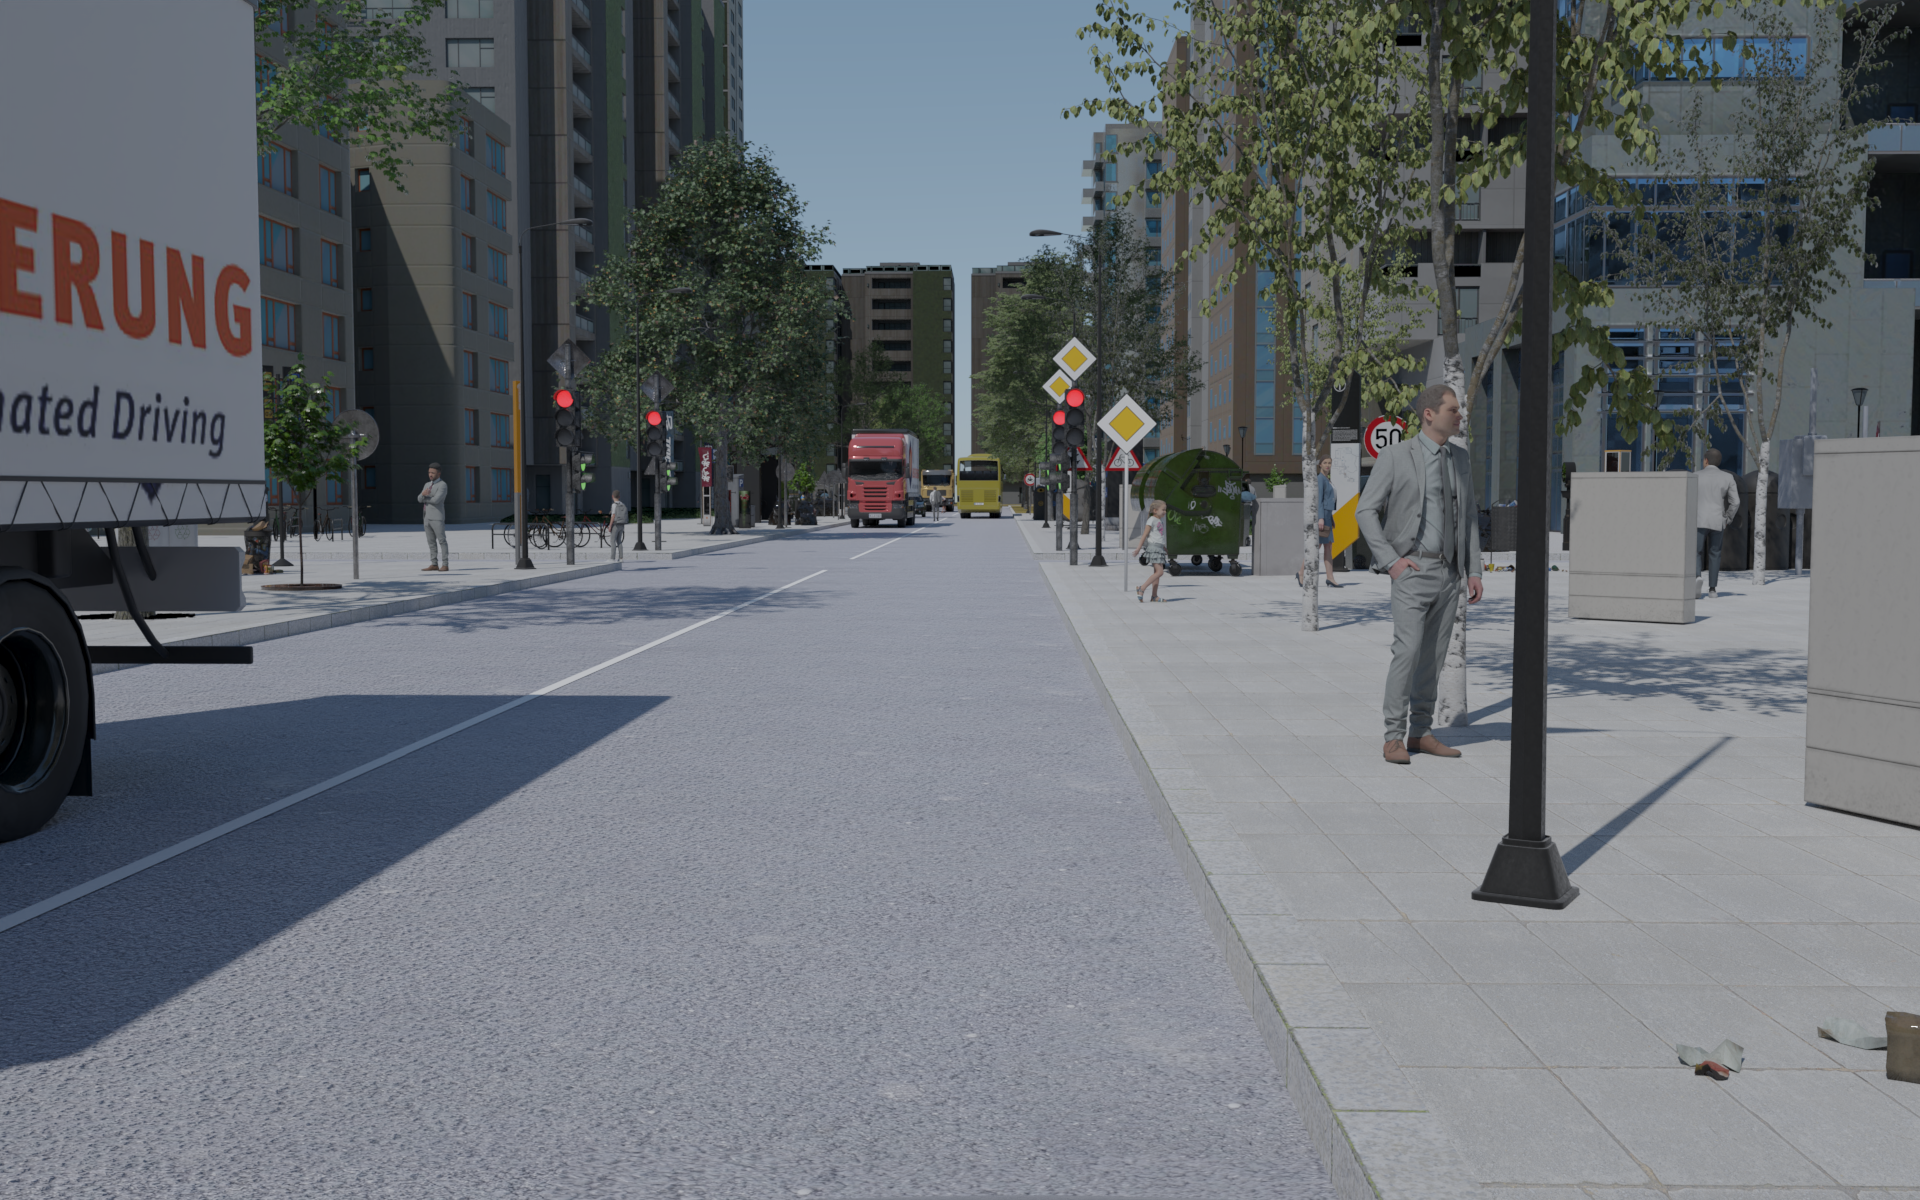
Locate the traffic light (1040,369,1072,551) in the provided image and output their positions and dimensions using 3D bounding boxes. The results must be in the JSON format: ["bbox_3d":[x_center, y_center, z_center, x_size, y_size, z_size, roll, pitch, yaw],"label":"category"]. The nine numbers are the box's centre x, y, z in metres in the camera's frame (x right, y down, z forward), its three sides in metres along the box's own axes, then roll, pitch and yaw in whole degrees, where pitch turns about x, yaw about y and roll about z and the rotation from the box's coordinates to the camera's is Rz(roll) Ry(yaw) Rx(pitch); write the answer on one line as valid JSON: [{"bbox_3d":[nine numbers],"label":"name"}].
[{"bbox_3d":[2.221,-3.064,39.024,0.839,4.253,0.868,0,4,1],"label":"traffic light"}]

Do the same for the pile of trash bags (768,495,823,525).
[{"bbox_3d":[-7.555,-3.772,71.432,3.447,1.369,1.912,0,4,0],"label":"pile of trash bags"}]

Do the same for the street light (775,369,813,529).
[{"bbox_3d":[-6.106,-5.582,63.807,1.470,5.913,1.316,0,4,1],"label":"street light"}]

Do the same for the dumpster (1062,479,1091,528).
[{"bbox_3d":[4.361,-3.692,66.129,1.264,1.857,1.865,0,4,1],"label":"dumpster"}]

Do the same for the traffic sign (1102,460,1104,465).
[{"bbox_3d":[5.385,-3.878,63.512,0.768,2.556,0.104,1,4,9],"label":"traffic sign"}]

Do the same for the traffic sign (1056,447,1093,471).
[{"bbox_3d":[2.586,-2.420,39.566,0.884,2.594,0.081,0,4,6],"label":"traffic sign"}]

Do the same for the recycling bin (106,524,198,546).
[{"bbox_3d":[-9.025,-0.417,19.364,0.722,1.027,0.722,3,4,37],"label":"recycling bin"}]

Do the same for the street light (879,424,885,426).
[{"bbox_3d":[-4.885,-8.595,113.066,1.470,5.913,1.316,0,4,1],"label":"street light"}]

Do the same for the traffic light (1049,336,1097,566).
[{"bbox_3d":[2.027,-2.576,31.041,0.839,4.253,0.868,0,4,1],"label":"traffic light"}]

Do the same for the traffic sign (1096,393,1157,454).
[{"bbox_3d":[2.196,-1.403,22.668,0.795,2.593,0.064,0,4,7],"label":"traffic sign"}]

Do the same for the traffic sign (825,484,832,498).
[{"bbox_3d":[-8.028,-6.491,106.234,0.768,2.556,0.104,1,4,9],"label":"traffic sign"}]

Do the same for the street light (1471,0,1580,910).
[{"bbox_3d":[1.262,-2.007,5.360,1.470,5.913,1.316,0,4,1],"label":"street light"}]

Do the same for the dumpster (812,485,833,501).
[{"bbox_3d":[-9.031,-6.584,113.411,1.264,1.857,1.865,0,4,1],"label":"dumpster"}]

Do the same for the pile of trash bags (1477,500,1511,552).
[{"bbox_3d":[11.517,-1.841,39.859,1.912,1.369,3.447,-2,4,-25],"label":"pile of trash bags"}]

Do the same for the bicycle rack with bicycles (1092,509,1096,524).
[{"bbox_3d":[7.214,-3.797,75.462,2.852,0.926,2.925,3,4,38],"label":"bicycle rack with bicycles"}]

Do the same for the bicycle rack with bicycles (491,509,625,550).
[{"bbox_3d":[-9.780,-1.685,40.934,2.925,0.926,2.852,2,4,31],"label":"bicycle rack with bicycles"}]

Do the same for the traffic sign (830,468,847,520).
[{"bbox_3d":[-6.007,-5.228,85.484,0.884,2.594,0.081,0,4,5],"label":"traffic sign"}]

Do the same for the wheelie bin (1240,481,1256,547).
[{"bbox_3d":[6.746,-2.102,42.283,0.980,1.594,0.693,2,4,27],"label":"wheelie bin"}]

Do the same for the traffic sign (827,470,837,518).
[{"bbox_3d":[-6.770,-5.664,92.720,0.768,2.556,0.104,0,4,8],"label":"traffic sign"}]

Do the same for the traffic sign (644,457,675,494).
[{"bbox_3d":[-8.172,-2.879,47.082,0.884,2.594,0.081,1,4,11],"label":"traffic sign"}]

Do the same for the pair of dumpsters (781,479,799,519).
[{"bbox_3d":[-9.226,-5.246,88.264,1.574,2.255,4.437,0,4,2],"label":"pair of dumpsters"}]

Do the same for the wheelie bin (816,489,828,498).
[{"bbox_3d":[-8.503,-6.061,106.999,0.980,1.594,0.693,2,4,29],"label":"wheelie bin"}]

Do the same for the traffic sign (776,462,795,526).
[{"bbox_3d":[-6.968,-4.215,69.024,0.768,2.556,0.104,0,4,7],"label":"traffic sign"}]

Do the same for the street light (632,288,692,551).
[{"bbox_3d":[-6.720,-4.072,39.116,1.470,5.913,1.316,0,4,1],"label":"street light"}]

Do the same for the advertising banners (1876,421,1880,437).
[{"bbox_3d":[21.807,-2.741,41.004,0.090,3.025,2.074,1,4,21],"label":"advertising banners"}]

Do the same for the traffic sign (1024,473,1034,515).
[{"bbox_3d":[4.308,-6.492,106.248,0.768,2.556,0.104,1,4,10],"label":"traffic sign"}]

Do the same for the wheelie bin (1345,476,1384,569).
[{"bbox_3d":[6.949,-1.335,29.734,0.693,1.594,0.980,0,4,-4],"label":"wheelie bin"}]

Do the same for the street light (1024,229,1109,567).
[{"bbox_3d":[1.914,-3.547,30.538,1.470,5.913,1.316,0,4,1],"label":"street light"}]

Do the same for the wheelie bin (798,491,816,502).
[{"bbox_3d":[-7.688,-4.773,85.946,0.693,1.594,0.980,-1,4,-10],"label":"wheelie bin"}]

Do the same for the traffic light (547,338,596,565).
[{"bbox_3d":[-7.032,-2.589,31.246,0.839,4.253,0.868,0,4,1],"label":"traffic light"}]

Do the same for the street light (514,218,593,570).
[{"bbox_3d":[-6.879,-3.475,29.355,1.470,5.913,1.316,0,4,1],"label":"street light"}]

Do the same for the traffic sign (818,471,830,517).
[{"bbox_3d":[-7.526,-5.877,96.092,0.884,2.594,0.081,1,4,11],"label":"traffic sign"}]

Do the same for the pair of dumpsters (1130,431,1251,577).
[{"bbox_3d":[3.791,-1.612,28.850,1.574,2.255,4.437,0,4,1],"label":"pair of dumpsters"}]

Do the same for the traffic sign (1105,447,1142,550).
[{"bbox_3d":[3.741,-2.419,39.561,0.884,2.594,0.081,0,4,3],"label":"traffic sign"}]

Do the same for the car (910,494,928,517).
[{"bbox_3d":[-3.001,-6.036,108.477,2.009,1.686,4.222,0,4,0],"label":"car"}]

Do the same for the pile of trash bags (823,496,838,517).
[{"bbox_3d":[-7.125,-5.472,99.214,3.447,1.369,1.912,-1,4,-16],"label":"pile of trash bags"}]

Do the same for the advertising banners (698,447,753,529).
[{"bbox_3d":[-8.701,-4.165,64.278,2.074,3.025,0.090,0,4,7],"label":"advertising banners"}]

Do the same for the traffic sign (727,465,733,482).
[{"bbox_3d":[-8.376,-3.648,61.773,0.606,2.300,0.079,1,4,11],"label":"traffic sign"}]

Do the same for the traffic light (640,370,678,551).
[{"bbox_3d":[-6.838,-3.077,39.228,0.839,4.253,0.868,0,4,1],"label":"traffic light"}]

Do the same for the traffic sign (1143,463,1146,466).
[{"bbox_3d":[7.262,-4.244,69.497,0.768,2.556,0.104,0,4,6],"label":"traffic sign"}]

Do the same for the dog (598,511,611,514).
[{"bbox_3d":[-16.526,-3.900,80.601,0.540,0.507,0.406,-1,4,-21],"label":"dog"}]

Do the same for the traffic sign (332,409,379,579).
[{"bbox_3d":[-9.090,-1.584,25.997,0.768,2.556,0.104,0,4,5],"label":"traffic sign"}]

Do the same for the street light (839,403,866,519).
[{"bbox_3d":[-5.491,-7.092,88.487,1.470,5.913,1.316,0,4,1],"label":"street light"}]

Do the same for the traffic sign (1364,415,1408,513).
[{"bbox_3d":[6.887,-1.701,27.924,0.768,2.556,0.104,1,4,8],"label":"traffic sign"}]
